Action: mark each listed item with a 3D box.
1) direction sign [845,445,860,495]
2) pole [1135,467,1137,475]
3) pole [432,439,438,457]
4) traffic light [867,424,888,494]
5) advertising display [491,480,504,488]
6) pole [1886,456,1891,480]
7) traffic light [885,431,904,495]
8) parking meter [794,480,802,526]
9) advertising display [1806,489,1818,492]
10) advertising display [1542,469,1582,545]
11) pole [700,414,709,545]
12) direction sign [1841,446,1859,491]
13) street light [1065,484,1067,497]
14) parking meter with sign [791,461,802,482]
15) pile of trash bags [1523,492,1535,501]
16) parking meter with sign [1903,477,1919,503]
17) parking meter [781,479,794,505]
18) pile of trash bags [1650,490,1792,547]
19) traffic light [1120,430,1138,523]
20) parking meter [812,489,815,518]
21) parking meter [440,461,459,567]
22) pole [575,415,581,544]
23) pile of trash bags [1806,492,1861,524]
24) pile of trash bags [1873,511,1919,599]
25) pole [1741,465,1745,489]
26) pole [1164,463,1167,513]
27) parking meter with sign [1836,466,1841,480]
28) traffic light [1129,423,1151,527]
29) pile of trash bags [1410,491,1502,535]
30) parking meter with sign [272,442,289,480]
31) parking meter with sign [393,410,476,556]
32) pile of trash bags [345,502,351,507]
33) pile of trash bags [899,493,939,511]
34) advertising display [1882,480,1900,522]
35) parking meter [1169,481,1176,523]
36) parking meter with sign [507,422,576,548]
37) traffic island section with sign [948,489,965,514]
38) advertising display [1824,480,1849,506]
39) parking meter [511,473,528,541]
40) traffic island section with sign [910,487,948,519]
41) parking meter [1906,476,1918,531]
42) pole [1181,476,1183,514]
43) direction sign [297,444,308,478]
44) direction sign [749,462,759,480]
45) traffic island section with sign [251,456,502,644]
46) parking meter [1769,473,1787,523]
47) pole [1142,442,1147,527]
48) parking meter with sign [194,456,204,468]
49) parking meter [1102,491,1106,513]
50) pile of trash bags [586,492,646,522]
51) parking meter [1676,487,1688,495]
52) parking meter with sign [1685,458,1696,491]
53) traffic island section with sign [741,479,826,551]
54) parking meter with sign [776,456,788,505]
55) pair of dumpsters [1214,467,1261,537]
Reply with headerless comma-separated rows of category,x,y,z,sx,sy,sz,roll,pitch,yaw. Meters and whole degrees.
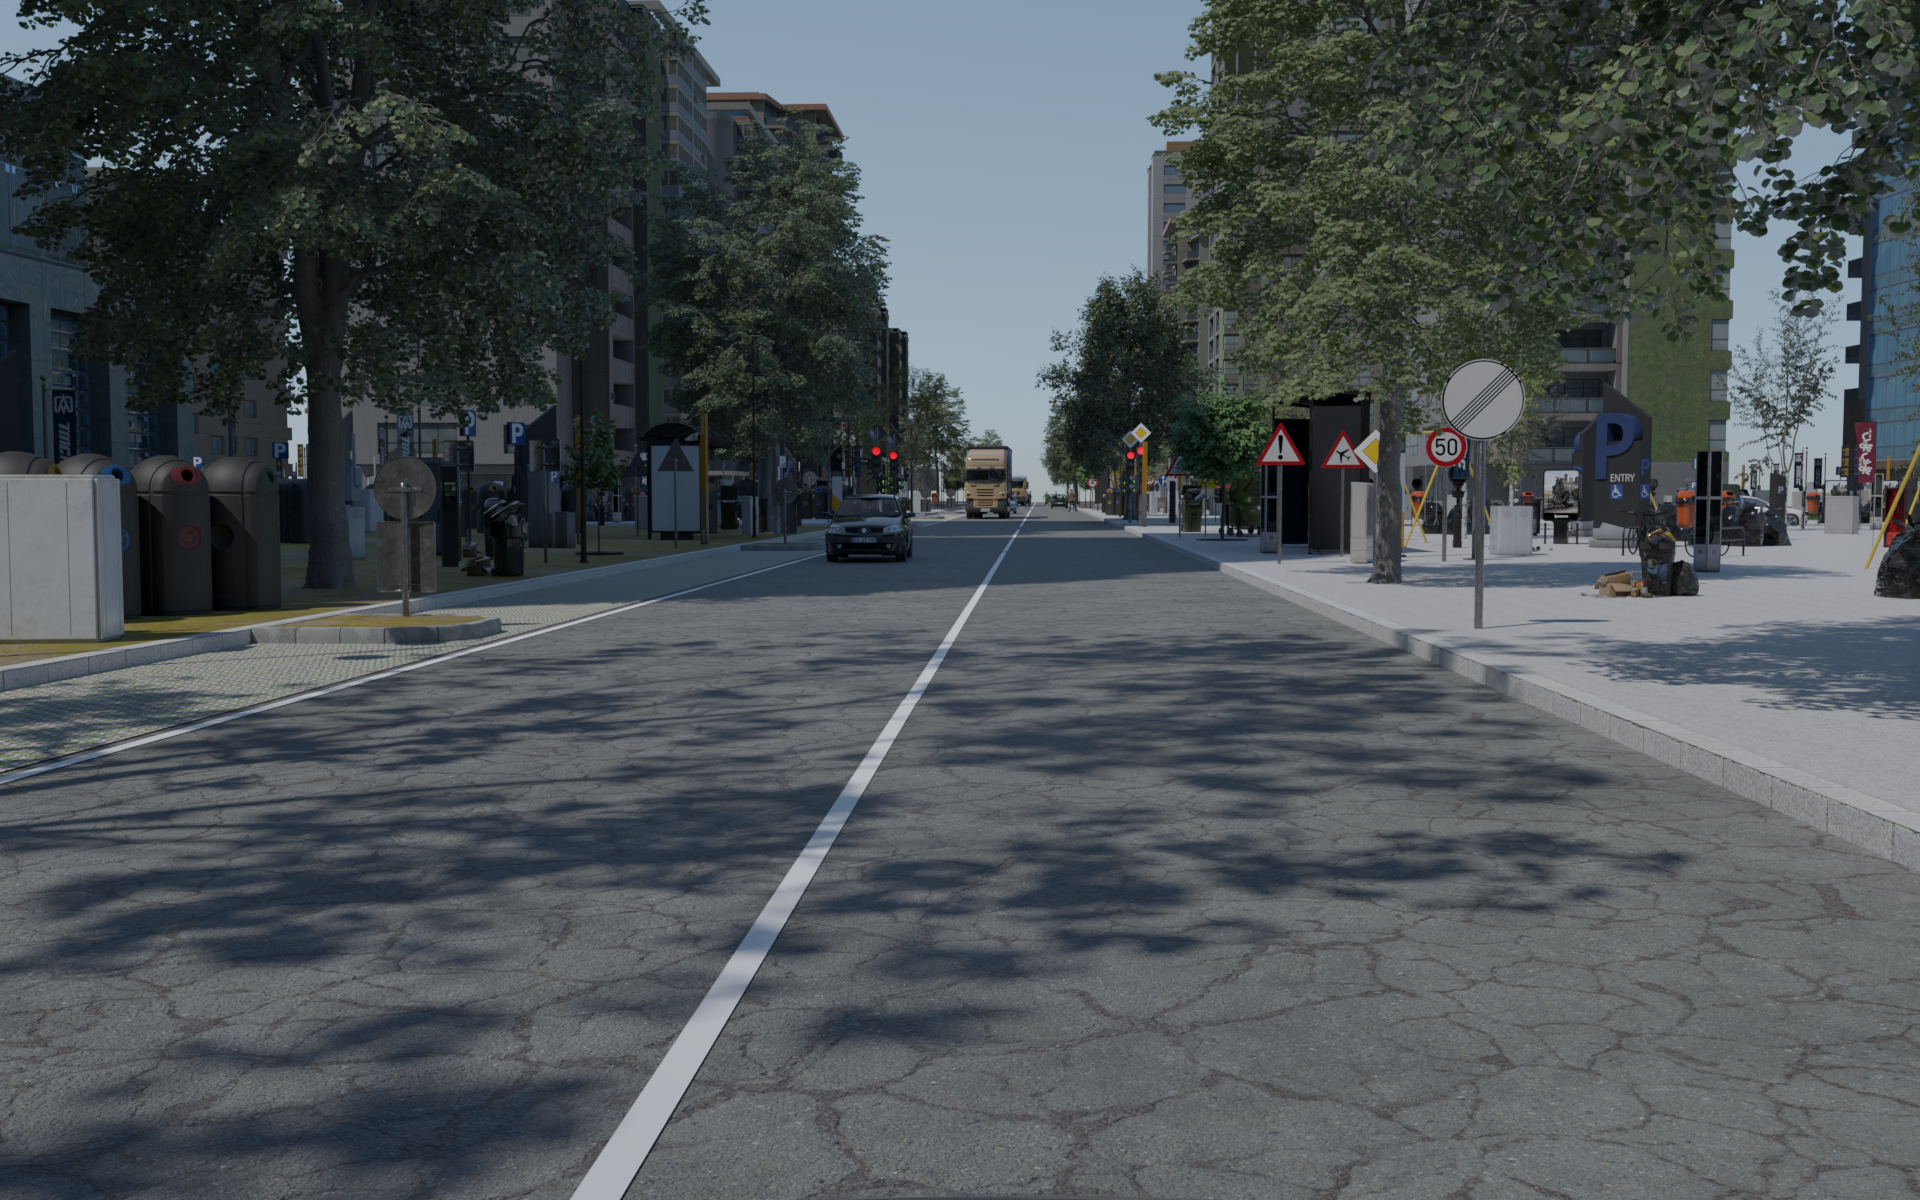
direction sign,-4.959,-5.389,80.105,0.876,3.537,0.379,-3,5,-41
pole,11.722,-7.461,115.830,0.158,3.312,0.155,0,3,0
pole,-19.442,-4.304,64.219,0.158,3.312,0.155,0,3,0
traffic light,-3.283,-4.889,68.858,0.839,4.253,0.868,0,4,3
advertising display,-21.608,-4.632,80.948,0.123,1.923,0.974,1,4,17
pole,50.323,-6.122,93.930,0.158,3.312,0.155,0,3,0
traffic light,-2.910,-5.377,76.834,0.839,4.253,0.868,0,4,3
parking meter,-6.580,-3.920,69.808,0.255,1.863,0.399,-3,5,-43
advertising display,71.904,-8.632,146.340,0.974,1.923,0.123,2,4,35
advertising display,15.385,-2.390,44.294,0.974,1.923,0.123,3,5,43
pole,-6.500,-3.070,44.033,0.158,3.312,0.155,0,3,0
direction sign,41.718,-5.450,81.097,0.876,3.537,0.379,2,4,30
street light,17.930,-19.467,291.080,0.468,5.910,1.993,0,4,3
parking meter with sign,-9.325,-5.866,92.175,1.738,3.016,0.543,-1,4,-12
pile of trash bags,23.517,-4.060,76.129,3.447,1.369,1.912,0,3,0
parking meter with sign,69.681,-7.982,126.771,1.738,3.016,0.543,0,4,-8
parking meter,-6.581,-3.651,65.408,0.255,1.863,0.399,-3,4,-38
pile of trash bags,18.823,-2.017,42.729,3.447,1.369,1.912,-2,4,-32
traffic light,7.491,-5.348,76.366,0.839,4.253,0.868,0,4,3
parking meter,-7.924,-5.126,92.214,0.372,1.533,0.369,0,3,0
parking meter,-9.026,-1.523,30.609,0.255,1.863,0.399,-2,4,-23
pole,-9.796,-3.105,44.608,0.158,3.312,0.155,0,3,0
pile of trash bags,38.130,-4.002,75.181,3.447,1.369,1.912,-1,4,-21
pile of trash bags,13.182,-0.691,21.049,3.447,1.369,1.912,0,4,0
pole,54.404,-7.738,120.351,0.158,3.312,0.155,0,3,0
pole,13.679,-7.425,115.245,0.158,3.312,0.155,0,3,0
parking meter with sign,55.502,-6.864,108.482,0.543,3.016,1.738,0,4,2
traffic light,7.118,-4.860,68.390,0.839,4.253,0.868,0,4,3
pile of trash bags,15.656,-2.832,56.062,1.912,1.369,3.447,-1,4,-20
parking meter with sign,-22.954,-3.752,57.605,0.543,3.016,1.738,0,4,4
parking meter with sign,-11.015,-2.442,36.185,1.738,3.016,0.543,1,4,13
pile of trash bags,-23.198,-3.177,61.696,3.447,1.369,1.912,-2,4,-33
pile of trash bags,-3.416,-7.884,138.649,3.447,1.369,1.912,0,4,3
advertising display,42.256,-4.507,78.911,0.123,1.923,0.974,-3,4,-38
parking meter,9.407,-4.339,76.652,0.255,1.863,0.399,1,4,14
parking meter with sign,-10.009,-2.772,41.582,1.738,3.016,0.543,2,4,28
traffic island section with sign,-0.626,-7.226,126.777,1.989,1.847,2.006,0,4,3
advertising display,40.046,-4.523,79.158,0.974,1.923,0.123,3,5,44
parking meter,-12.074,-2.553,47.453,0.399,1.863,0.255,3,4,38
traffic island section with sign,-1.900,-5.548,99.334,1.989,1.847,2.006,0,4,3
parking meter,25.201,-2.457,45.883,0.255,1.863,0.399,2,4,31
pole,14.472,-7.298,113.172,0.158,3.312,0.155,0,3,0
direction sign,-29.584,-5.276,78.266,0.876,3.537,0.379,2,4,27
direction sign,-14.376,-7.923,121.543,0.876,3.537,0.379,-2,4,-30
traffic island section with sign,-5.738,-0.536,17.395,1.989,1.847,2.006,0,4,3
parking meter,22.691,-2.591,48.067,0.399,1.863,0.255,-1,4,-13
pole,7.206,-4.508,67.547,0.158,3.312,0.155,0,3,0
parking meter with sign,-35.406,-5.191,81.126,0.543,3.016,1.738,0,4,-5
parking meter,9.875,-6.734,118.513,0.372,1.533,0.369,0,3,0
pile of trash bags,-15.941,-4.309,80.206,3.447,1.369,1.912,2,4,28
parking meter,25.718,-3.260,61.717,0.372,1.533,0.369,0,3,0
parking meter with sign,35.840,-5.415,84.791,0.543,3.016,1.738,0,4,5
traffic island section with sign,-4.483,-2.183,44.321,1.989,1.847,2.006,0,4,3
parking meter with sign,-8.613,-5.006,78.103,1.738,3.016,0.543,-3,5,-43
pair of dumpsters,8.828,-3.117,53.455,1.574,2.255,4.437,0,4,3
